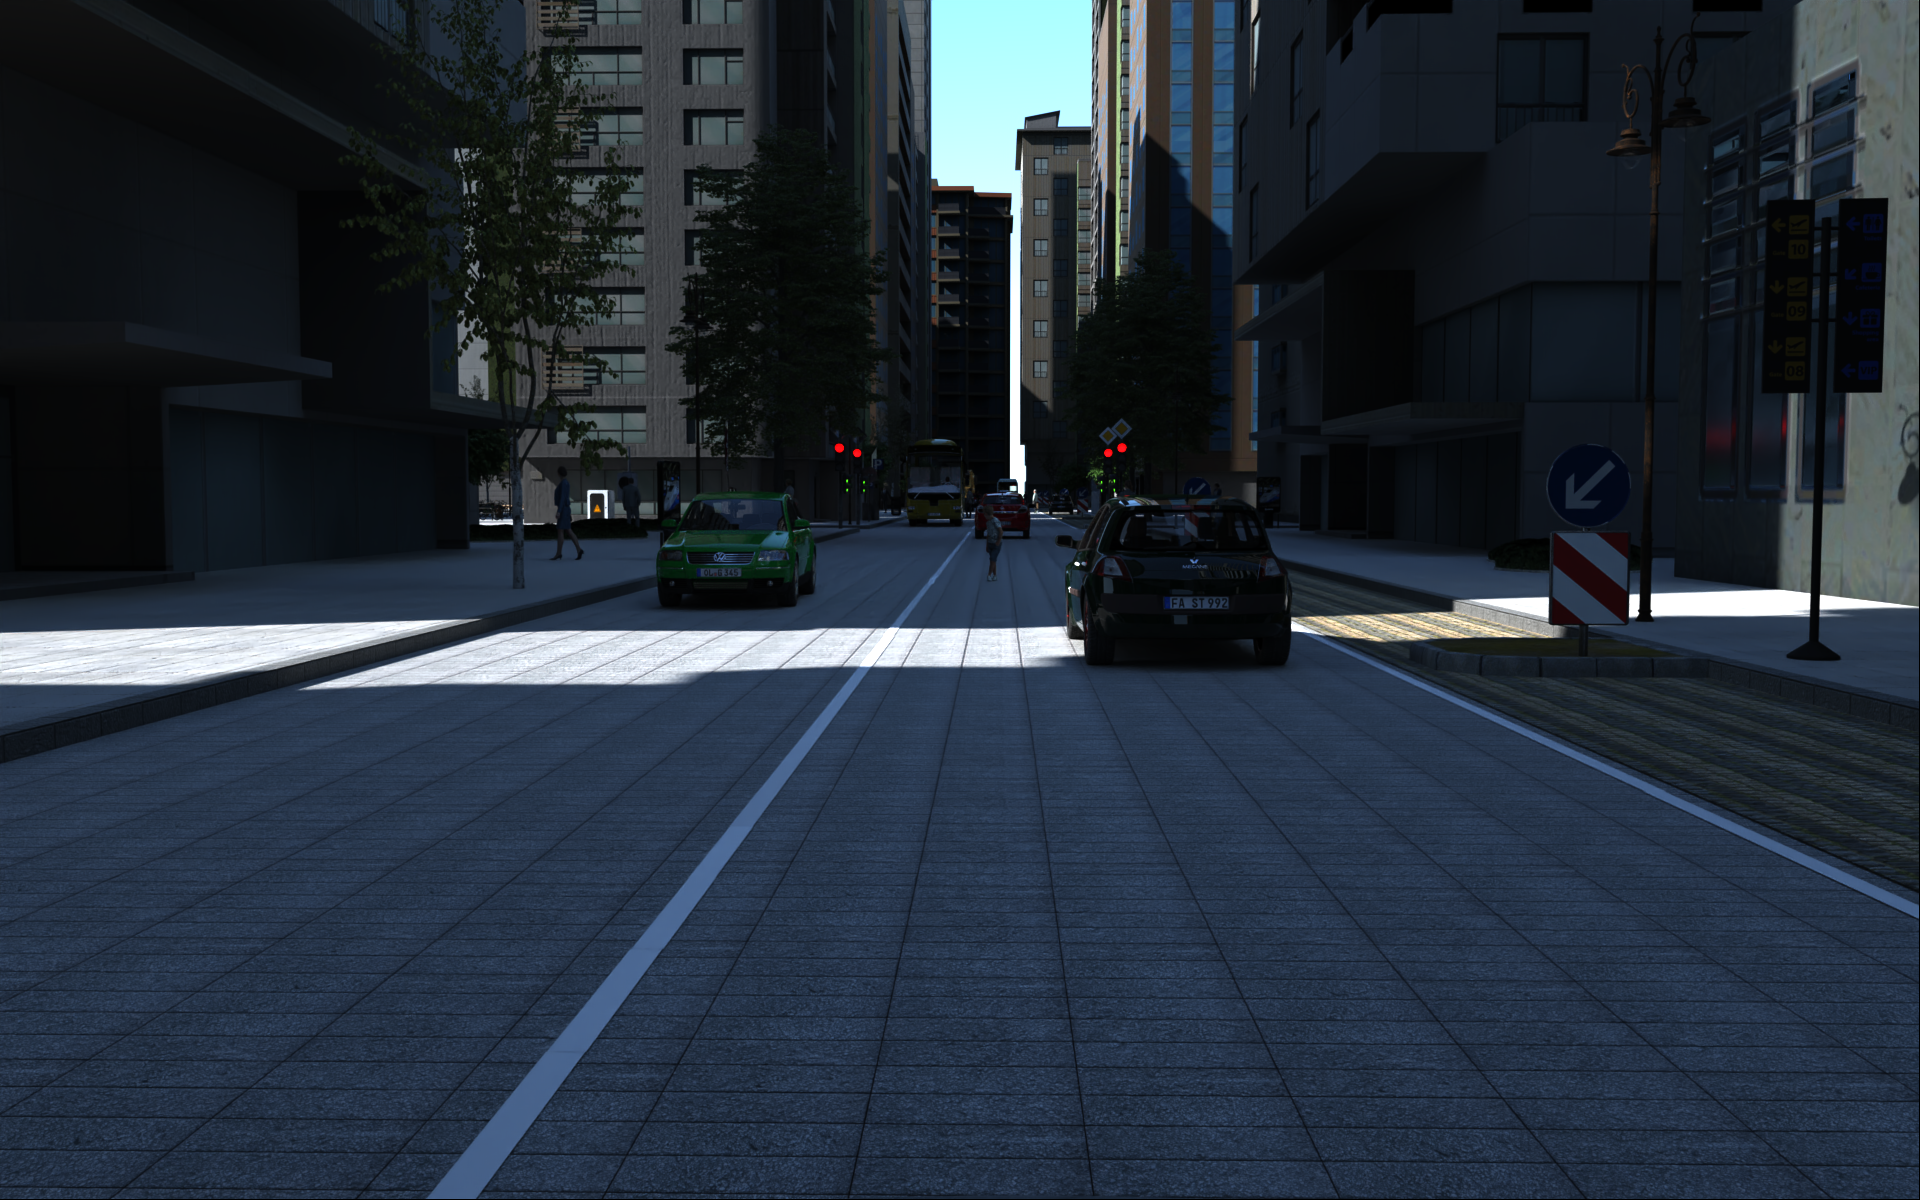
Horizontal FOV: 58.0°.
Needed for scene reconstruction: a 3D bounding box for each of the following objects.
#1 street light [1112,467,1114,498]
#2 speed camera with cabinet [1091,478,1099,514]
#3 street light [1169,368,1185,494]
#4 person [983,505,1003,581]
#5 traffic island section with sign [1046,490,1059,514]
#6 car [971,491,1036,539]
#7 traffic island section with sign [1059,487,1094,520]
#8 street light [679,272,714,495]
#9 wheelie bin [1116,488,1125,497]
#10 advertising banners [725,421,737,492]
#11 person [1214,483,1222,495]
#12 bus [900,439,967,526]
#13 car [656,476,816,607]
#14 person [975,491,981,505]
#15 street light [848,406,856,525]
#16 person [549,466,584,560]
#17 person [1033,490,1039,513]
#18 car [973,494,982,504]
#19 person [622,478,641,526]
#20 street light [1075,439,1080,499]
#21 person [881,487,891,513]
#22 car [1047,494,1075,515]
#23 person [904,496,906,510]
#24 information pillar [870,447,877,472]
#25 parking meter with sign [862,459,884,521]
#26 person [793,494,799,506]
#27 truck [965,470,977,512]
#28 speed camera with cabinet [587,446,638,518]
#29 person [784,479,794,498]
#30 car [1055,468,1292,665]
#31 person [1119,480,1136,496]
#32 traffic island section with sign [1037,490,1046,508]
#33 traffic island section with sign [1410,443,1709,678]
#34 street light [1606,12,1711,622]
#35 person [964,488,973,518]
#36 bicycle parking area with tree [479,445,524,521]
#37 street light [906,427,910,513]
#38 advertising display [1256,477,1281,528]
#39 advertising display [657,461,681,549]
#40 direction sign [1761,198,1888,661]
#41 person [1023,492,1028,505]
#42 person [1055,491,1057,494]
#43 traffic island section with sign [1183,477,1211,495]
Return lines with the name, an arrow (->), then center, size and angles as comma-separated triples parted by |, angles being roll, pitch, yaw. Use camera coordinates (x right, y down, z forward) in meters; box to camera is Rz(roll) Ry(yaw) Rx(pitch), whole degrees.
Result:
street light -> 8.781, -7.738, 99.304 | 0.468, 5.910, 1.993 | 0, 4, 1
speed camera with cabinet -> 8.711, -7.125, 110.836 | 0.660, 3.252, 2.038 | 0, 4, 5
street light -> 7.950, -5.553, 63.573 | 0.468, 5.910, 1.993 | 0, 4, 1
person -> 0.541, -0.937, 28.500 | 0.352, 1.250, 0.332 | 0, 4, 5
traffic island section with sign -> 7.382, -7.116, 124.981 | 1.989, 1.847, 2.006 | 0, 4, 1
car -> 1.416, -2.935, 57.031 | 2.155, 1.783, 4.494 | 0, 4, 2
traffic island section with sign -> 6.746, -5.427, 97.366 | 1.989, 1.847, 2.006 | 0, 4, 1
street light -> -5.495, -3.883, 36.282 | 0.468, 5.910, 1.993 | 0, 4, 1
wheelie bin -> 8.615, -5.115, 91.541 | 0.693, 1.594, 0.980 | 0, 4, 8
advertising banners -> -5.415, -2.739, 40.967 | 0.090, 3.025, 2.074 | -1, 4, -14
person -> 12.826, -4.896, 86.116 | 0.654, 1.822, 0.581 | -2, 4, -25
bus -> -1.068, -5.457, 80.764 | 2.896, 3.916, 12.252 | 0, 4, 1
car -> -2.960, -0.896, 23.453 | 1.959, 1.807, 4.718 | 0, 4, 0
person -> 1.598, -8.652, 150.788 | 0.721, 1.723, 1.217 | 1, 4, 14
street light -> -4.635, -6.118, 72.813 | 0.468, 5.910, 1.993 | 0, 4, 1
person -> -7.650, -1.685, 33.610 | 0.654, 1.822, 0.581 | 1, 4, 15
person -> 5.644, -7.316, 128.598 | 0.515, 1.767, 0.782 | 1, 4, 22
car -> 1.912, -12.287, 209.934 | 2.155, 1.783, 4.494 | 0, 4, 3
person -> -10.487, -3.012, 55.384 | 0.635, 1.810, 0.391 | 0, 4, -3
street light -> 9.880, -10.576, 145.704 | 0.468, 5.910, 1.993 | 0, 4, 1
person -> -5.015, -6.737, 115.976 | 0.659, 1.850, 0.755 | 1, 4, 15
car -> 7.074, -6.815, 121.208 | 2.009, 1.686, 4.222 | 0, 4, 3
person -> -4.300, -8.284, 142.482 | 0.512, 1.701, 0.522 | -3, 4, -37
information pillar -> -4.287, -5.788, 85.992 | 0.183, 3.616, 0.504 | 2, 4, 29
parking meter with sign -> -4.283, -5.405, 84.624 | 0.543, 3.016, 1.738 | 1, 4, 19
person -> -6.911, -3.762, 71.829 | 0.475, 1.303, 0.640 | 0, 4, 3
truck -> -0.213, -8.863, 140.827 | 3.469, 3.379, 9.791 | 0, 4, 2
speed camera with cabinet -> -14.417, -4.739, 71.817 | 2.038, 3.252, 0.660 | 1, 4, 15
person -> -5.696, -3.179, 58.242 | 0.641, 1.798, 0.478 | 3, 4, 37
car -> 1.904, -0.374, 15.903 | 2.009, 1.686, 4.222 | 0, 4, 0
person -> 4.167, -2.147, 43.871 | 0.520, 1.790, 0.573 | -2, 4, -26
traffic island section with sign -> 9.102, -11.751, 200.756 | 1.989, 1.847, 2.006 | 0, 4, 1
traffic island section with sign -> 4.848, -0.352, 14.382 | 1.989, 1.847, 2.006 | 0, 4, 1
street light -> 6.903, -2.721, 17.283 | 0.468, 5.910, 1.993 | 0, 4, 1
person -> 0.498, -5.766, 102.958 | 0.473, 1.802, 0.592 | 3, 5, 45
bicycle parking area with tree -> -24.022, -6.133, 87.280 | 8.231, 4.147, 9.016 | -3, 4, -37
street light -> -3.604, -8.949, 119.103 | 0.468, 5.910, 1.993 | 0, 4, 1
advertising display -> 11.538, -3.643, 64.778 | 0.974, 1.923, 0.123 | -1, 4, -20
advertising display -> -5.670, -1.747, 33.774 | 0.123, 1.923, 0.974 | 1, 4, 11
direction sign -> 6.653, -1.309, 13.394 | 0.876, 3.537, 0.379 | 0, 4, 7
person -> 7.512, -11.603, 199.136 | 0.541, 1.710, 0.530 | 1, 4, 22
person -> 12.254, -13.167, 222.259 | 0.436, 1.711, 0.756 | 0, 4, 6
traffic island section with sign -> 5.462, -2.000, 41.330 | 1.989, 1.847, 2.006 | 0, 4, 1
